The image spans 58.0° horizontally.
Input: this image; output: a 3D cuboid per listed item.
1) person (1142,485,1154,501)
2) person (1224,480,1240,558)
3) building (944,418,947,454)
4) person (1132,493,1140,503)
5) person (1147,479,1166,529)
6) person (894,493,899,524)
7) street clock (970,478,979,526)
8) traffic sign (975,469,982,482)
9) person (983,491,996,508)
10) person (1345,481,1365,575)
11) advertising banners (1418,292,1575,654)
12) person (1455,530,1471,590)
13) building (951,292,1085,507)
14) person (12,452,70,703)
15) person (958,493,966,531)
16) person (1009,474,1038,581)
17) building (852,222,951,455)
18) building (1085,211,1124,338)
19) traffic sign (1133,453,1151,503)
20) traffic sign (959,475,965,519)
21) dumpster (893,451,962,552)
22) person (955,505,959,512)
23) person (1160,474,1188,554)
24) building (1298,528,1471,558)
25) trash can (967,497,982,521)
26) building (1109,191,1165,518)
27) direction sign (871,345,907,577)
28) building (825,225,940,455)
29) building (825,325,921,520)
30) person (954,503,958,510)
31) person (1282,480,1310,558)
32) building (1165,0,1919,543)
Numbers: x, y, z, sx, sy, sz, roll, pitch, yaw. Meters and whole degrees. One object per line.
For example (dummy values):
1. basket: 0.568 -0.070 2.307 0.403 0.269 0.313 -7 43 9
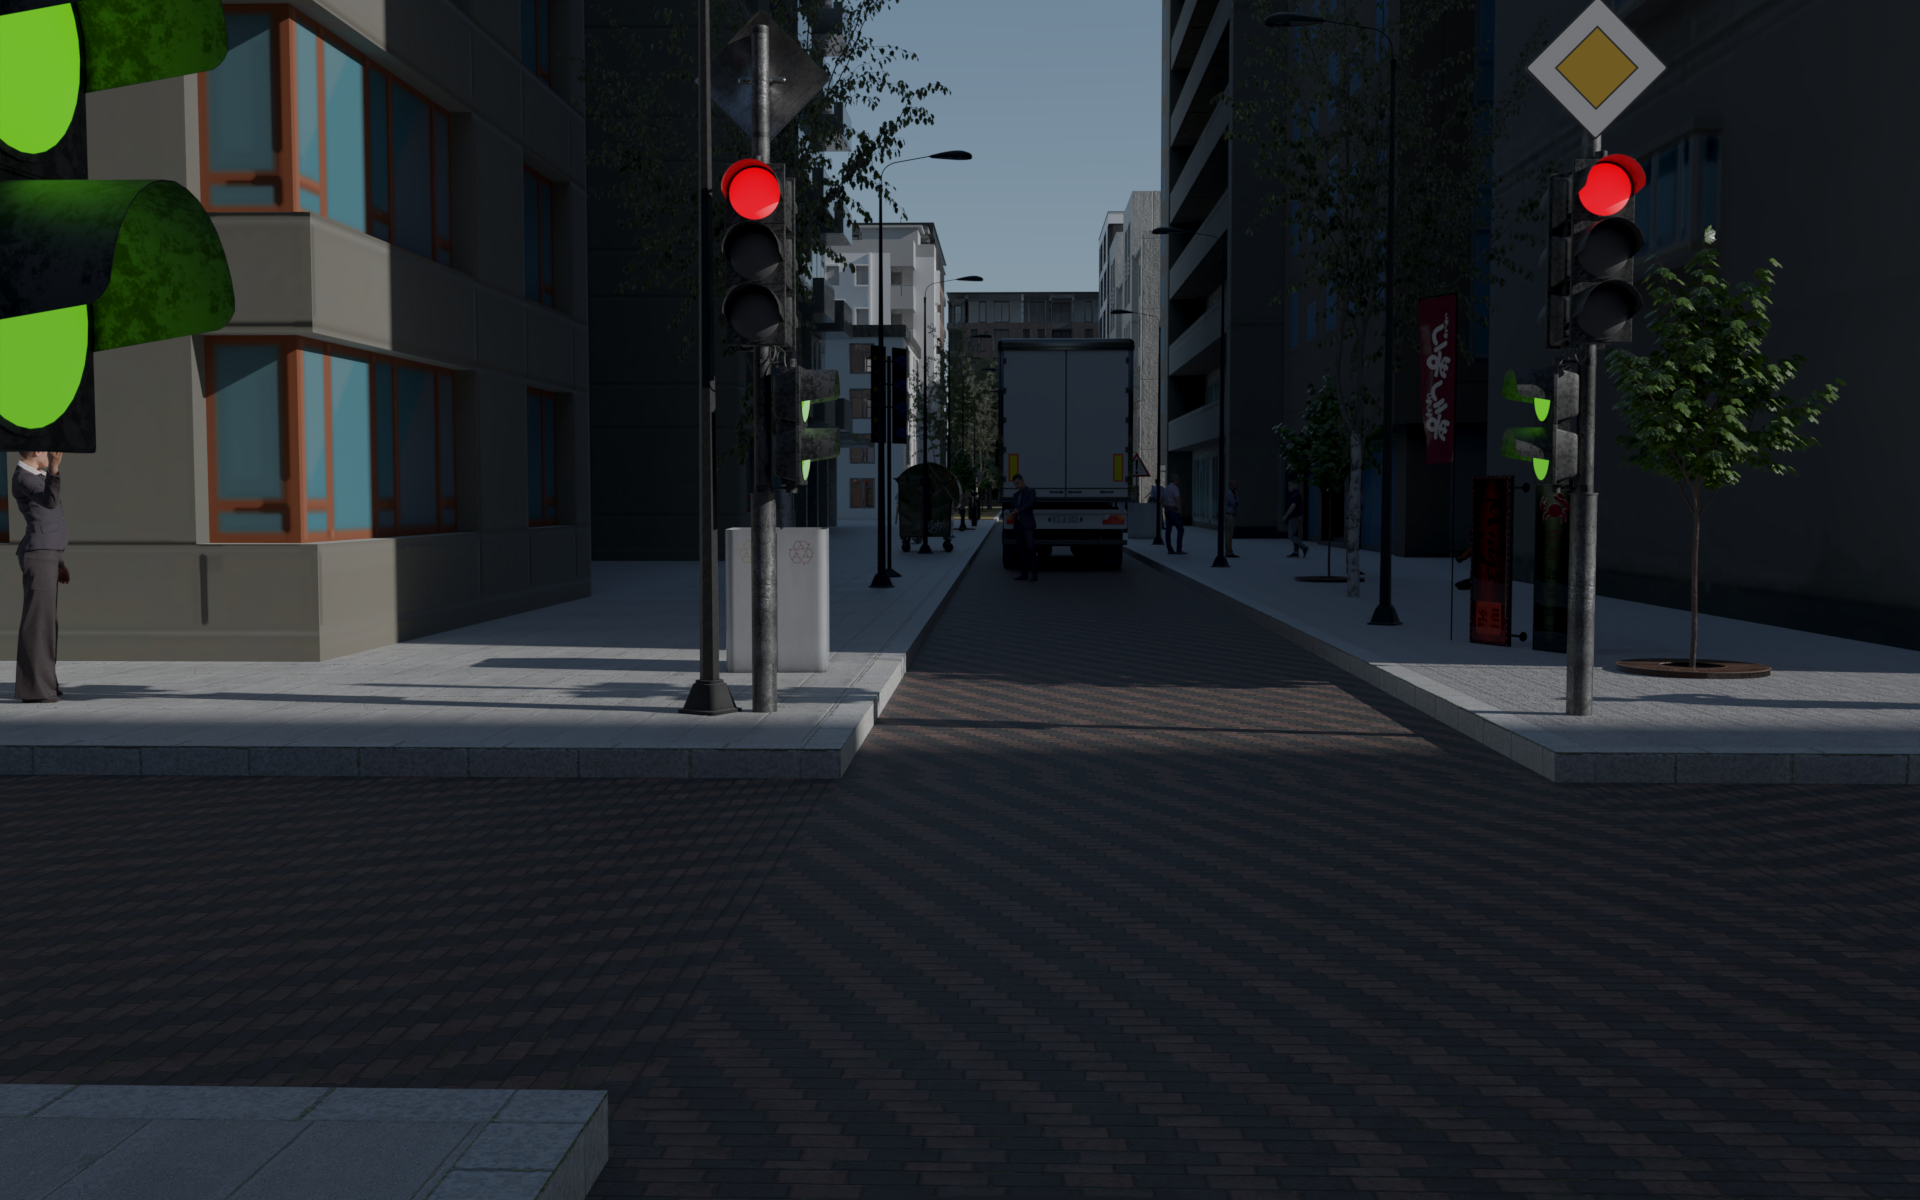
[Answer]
1. person: 9.925 -5.064 89.550 1.217 1.735 0.721 -2 4 -35
2. person: 5.516 -1.649 35.073 0.319 1.574 0.516 1 4 8
3. building: -15.373 -14.423 177.959 28.070 9.664 9.099 0 4 2
4. person: 6.874 -3.525 67.593 0.340 1.345 0.435 -1 4 -19
5. person: 7.117 -3.473 62.689 0.709 1.838 0.599 -1 4 -11
6. person: -2.566 -4.025 73.921 0.516 1.574 0.319 1 4 19
7. street clock: 0.569 -3.934 68.895 0.358 2.002 0.471 1 4 14
8. traffic sign: 0.643 -5.017 82.132 0.768 2.556 0.104 0 4 2
9. person: 2.511 -8.697 148.207 1.348 1.831 0.705 -2 4 -27
10. person: 6.326 -1.198 27.693 0.319 1.574 0.516 1 4 13
11. advertising banners: 4.518 -1.127 14.613 0.090 3.025 2.074 -2 4 -24
12. person: 6.881 -0.539 23.138 0.655 0.850 0.859 -2 4 -35
13. building: 15.242 -20.877 185.317 32.646 21.610 27.936 0 4 2
14. person: -5.570 -0.233 10.659 0.742 1.727 0.445 2 4 35
15. person: 0.060 -3.046 59.755 0.340 1.345 0.435 -2 4 -28
16. person: 1.015 -1.202 28.596 0.683 1.767 0.568 3 5 44
17. building: -17.834 -18.403 144.866 32.646 21.610 27.936 0 4 2
18. building: 25.117 -18.182 141.245 27.936 21.610 32.646 0 4 2
19. traffic sign: 5.536 -3.319 54.275 0.884 2.594 0.081 1 4 9
20. traffic sign: 0.161 -4.006 65.504 0.884 2.594 0.081 0 4 6
21. dumpster: -0.728 -2.223 38.832 1.502 2.255 1.985 0 4 2
22. person: -0.174 -7.114 123.080 1.217 1.743 0.721 0 4 5
23. person: 4.577 -1.834 36.962 0.436 1.711 0.756 -1 4 -16
24. building: 15.734 -23.850 40.062 14.600 45.320 14.200 0 4 2
25. trash can: 0.697 -4.405 83.679 0.748 1.137 0.748 0 3 0
26. building: 18.667 -14.866 109.509 16.747 18.905 31.486 0 4 2
27. direction sign: -1.093 -2.124 26.721 0.379 3.537 0.876 2 4 35
28. building: -9.347 -16.127 120.104 16.016 20.091 11.380 0 4 2
29. building: -6.781 -9.656 100.020 9.099 9.664 28.070 0 4 2
30. person: -0.266 -8.149 139.833 0.990 1.755 0.434 -2 4 -23
31. person: 6.747 -1.621 34.749 0.569 1.553 0.471 -3 4 -38
32. building: 18.646 -26.572 58.161 21.300 48.544 21.600 0 4 2
